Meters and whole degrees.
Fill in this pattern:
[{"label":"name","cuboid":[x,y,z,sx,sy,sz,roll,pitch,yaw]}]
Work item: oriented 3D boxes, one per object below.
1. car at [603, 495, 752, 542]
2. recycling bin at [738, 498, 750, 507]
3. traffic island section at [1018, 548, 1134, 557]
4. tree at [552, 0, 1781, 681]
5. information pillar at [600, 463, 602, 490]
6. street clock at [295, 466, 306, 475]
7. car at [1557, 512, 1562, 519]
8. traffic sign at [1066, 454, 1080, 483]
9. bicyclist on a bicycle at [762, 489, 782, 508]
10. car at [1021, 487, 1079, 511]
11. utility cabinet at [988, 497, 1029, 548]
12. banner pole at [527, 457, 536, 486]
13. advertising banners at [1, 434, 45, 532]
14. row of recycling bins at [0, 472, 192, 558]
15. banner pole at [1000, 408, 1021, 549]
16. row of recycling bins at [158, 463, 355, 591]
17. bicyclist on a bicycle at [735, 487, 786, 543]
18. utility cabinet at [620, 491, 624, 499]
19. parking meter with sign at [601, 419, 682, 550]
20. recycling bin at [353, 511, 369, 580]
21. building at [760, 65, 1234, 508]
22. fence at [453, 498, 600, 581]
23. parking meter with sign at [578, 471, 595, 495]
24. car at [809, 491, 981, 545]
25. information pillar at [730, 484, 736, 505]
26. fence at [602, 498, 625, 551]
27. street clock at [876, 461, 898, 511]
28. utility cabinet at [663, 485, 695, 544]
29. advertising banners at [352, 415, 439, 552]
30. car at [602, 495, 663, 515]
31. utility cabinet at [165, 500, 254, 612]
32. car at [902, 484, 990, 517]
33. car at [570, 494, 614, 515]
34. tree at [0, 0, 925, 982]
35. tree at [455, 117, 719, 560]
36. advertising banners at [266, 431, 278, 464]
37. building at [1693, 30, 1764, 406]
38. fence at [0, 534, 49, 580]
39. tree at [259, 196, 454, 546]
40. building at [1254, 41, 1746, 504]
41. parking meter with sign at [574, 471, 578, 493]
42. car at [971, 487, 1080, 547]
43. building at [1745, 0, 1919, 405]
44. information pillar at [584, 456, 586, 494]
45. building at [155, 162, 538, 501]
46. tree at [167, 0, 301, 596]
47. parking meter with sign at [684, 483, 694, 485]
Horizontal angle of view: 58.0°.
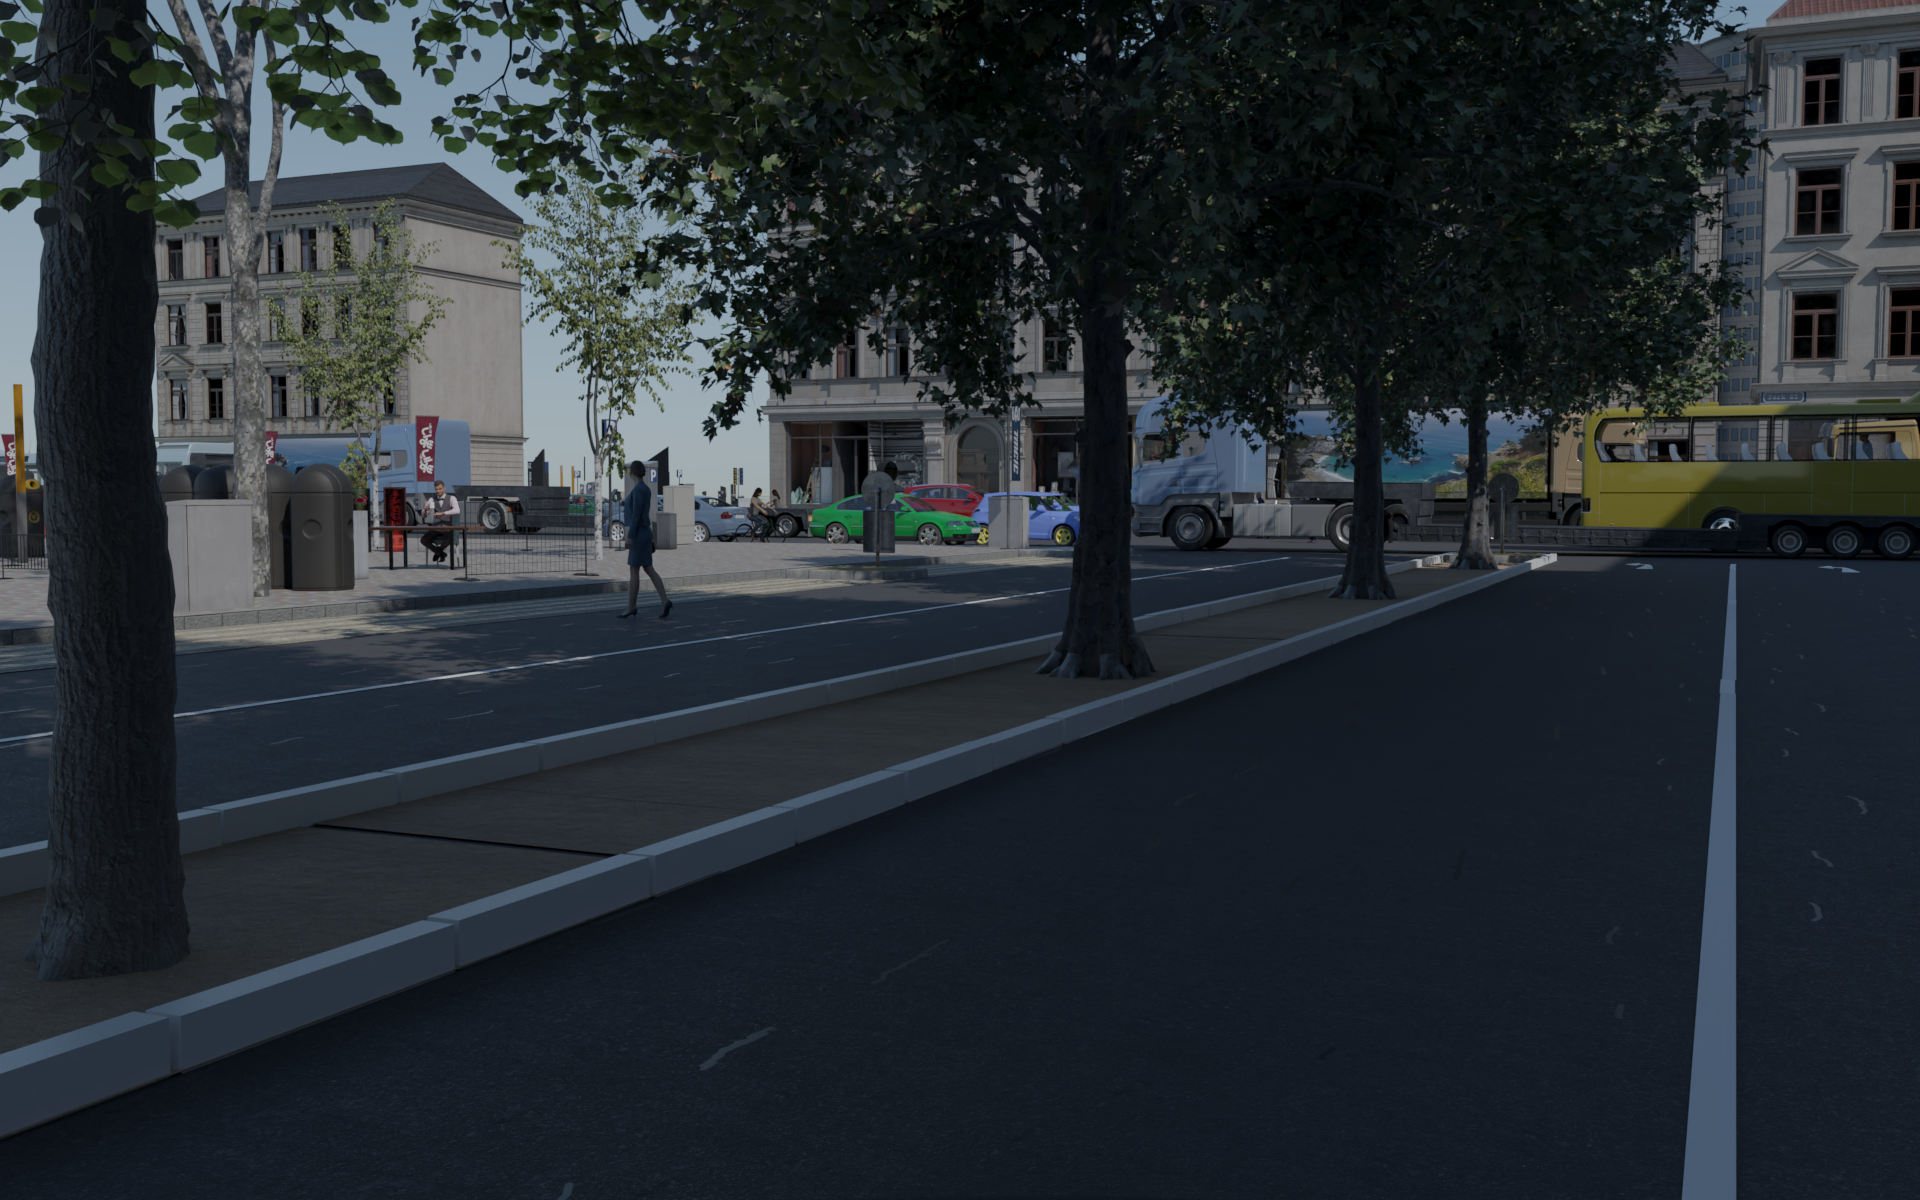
[{"label":"car","cuboid":[-8.347,-2.381,50.929,4.499,1.417,2.014,1,4,22]},{"label":"recycling bin","cuboid":[-13.566,-5.884,108.756,0.722,1.027,0.722,-1,4,-9]},{"label":"traffic island section","cuboid":[2.807,-1.106,40.369,2.009,0.180,2.903,2,4,24]},{"label":"tree","cuboid":[1.173,-5.751,13.499,9.611,12.733,9.660,0,3,0]},{"label":"information pillar","cuboid":[-22.753,-7.224,109.462,0.183,3.616,0.504,-2,4,-31]},{"label":"street clock","cuboid":[-17.155,-2.489,45.257,0.358,2.002,0.471,0,4,2]},{"label":"car","cuboid":[21.349,-2.618,54.606,4.920,1.459,2.131,2,4,24]},{"label":"traffic sign","cuboid":[2.832,-2.242,40.297,0.795,2.450,0.064,2,4,24]},{"label":"bicyclist on a bicycle","cuboid":[-7.016,-3.375,65.195,1.625,1.676,1.499,2,4,24]},{"label":"car","cuboid":[3.657,-3.622,68.809,3.694,1.707,1.945,1,4,22]},{"label":"utility cabinet","cuboid":[1.169,-1.861,41.588,1.020,1.237,0.306,3,4,37]},{"label":"banner pole","cuboid":[-28.672,-7.727,116.347,0.863,3.779,0.401,1,4,14]},{"label":"advertising banners","cuboid":[-26.804,-3.328,50.604,2.074,3.025,0.090,-1,4,-21]},{"label":"row of recycling bins","cuboid":[-18.033,-1.765,35.970,3.534,1.692,1.069,-3,4,-37]},{"label":"banner pole","cuboid":[1.236,-3.085,40.452,0.401,3.779,0.863,2,4,29]},{"label":"row of recycling bins","cuboid":[-9.716,-1.021,23.802,3.534,1.692,1.069,2,4,30]},{"label":"bicyclist on a bicycle","cuboid":[-5.424,-2.263,47.026,1.625,1.676,1.499,2,4,25]},{"label":"utility cabinet","cuboid":[-25.092,-7.296,127.962,1.173,1.500,0.318,0,4,-2]},{"label":"parking meter with sign","cuboid":[-7.402,-2.685,40.163,1.738,3.016,0.543,1,4,21]},{"label":"recycling bin","cuboid":[-9.358,-0.819,25.950,0.722,1.027,0.722,0,4,8]},{"label":"building","cuboid":[-6.050,-14.291,84.568,40.483,20.767,10.553,2,4,24]},{"label":"fence","cuboid":[-6.599,-0.930,26.416,0.480,1.192,2.264,3,5,44]},{"label":"parking meter with sign","cuboid":[-22.656,-6.754,106.685,0.543,3.016,1.738,1,4,20]},{"label":"car","cuboid":[-1.713,-2.297,46.353,4.718,1.807,1.959,2,4,24]},{"label":"information pillar","cuboid":[-16.464,-7.418,125.782,0.304,2.012,0.304,2,4,27]},{"label":"fence","cuboid":[-8.736,-1.707,39.106,2.264,1.192,0.480,0,4,-2]},{"label":"street clock","cuboid":[-1.607,-2.066,38.345,0.358,2.002,0.471,3,5,42]},{"label":"utility cabinet","cuboid":[-7.118,-2.149,43.819,0.318,1.500,1.173,1,4,17]},{"label":"advertising banners","cuboid":[-12.519,-2.573,38.251,2.074,3.025,0.090,-2,4,-31]},{"label":"car","cuboid":[-11.118,-3.188,64.126,4.499,1.417,2.014,1,4,22]},{"label":"utility cabinet","cuboid":[-8.359,-0.499,19.325,0.306,1.237,1.020,1,4,19]},{"label":"car","cuboid":[0.118,-3.399,64.241,5.304,1.827,2.281,1,4,22]},{"label":"car","cuboid":[-16.370,-3.942,76.253,4.920,1.459,2.131,2,4,24]},{"label":"tree","cuboid":[-2.512,-5.184,5.335,7.486,12.596,7.792,0,3,0]},{"label":"tree","cuboid":[-6.797,-5.085,33.505,4.737,8.622,4.395,0,3,0]},{"label":"advertising banners","cuboid":[-19.544,-3.133,47.413,0.090,3.025,2.074,2,4,34]},{"label":"building","cuboid":[104.018,-41.106,214.082,28.212,58.520,21.231,2,4,24]},{"label":"fence","cuboid":[-13.472,-0.627,25.632,2.069,0.683,0.278,1,4,23]},{"label":"tree","cuboid":[-14.551,-5.616,42.190,4.737,8.622,4.395,0,3,0]},{"label":"building","cuboid":[21.797,-12.674,71.854,19.286,19.102,10.561,2,4,24]},{"label":"parking meter with sign","cuboid":[-28.103,-8.170,129.836,0.543,3.016,1.738,2,4,28]},{"label":"car","cuboid":[2.116,-2.323,47.579,3.694,1.707,1.945,2,4,25]},{"label":"building","cuboid":[40.472,-13.935,63.997,21.152,22.565,11.583,2,4,24]},{"label":"information pillar","cuboid":[-23.320,-7.114,107.673,0.183,3.616,0.504,-1,4,-9]},{"label":"building","cuboid":[-34.630,-14.196,96.729,19.286,19.102,10.561,2,4,24]},{"label":"tree","cuboid":[-10.070,-10.053,20.263,12.611,20.169,13.585,0,3,0]},{"label":"parking meter with sign","cuboid":[-19.344,-7.789,123.608,1.738,3.016,0.543,2,4,27]}]
